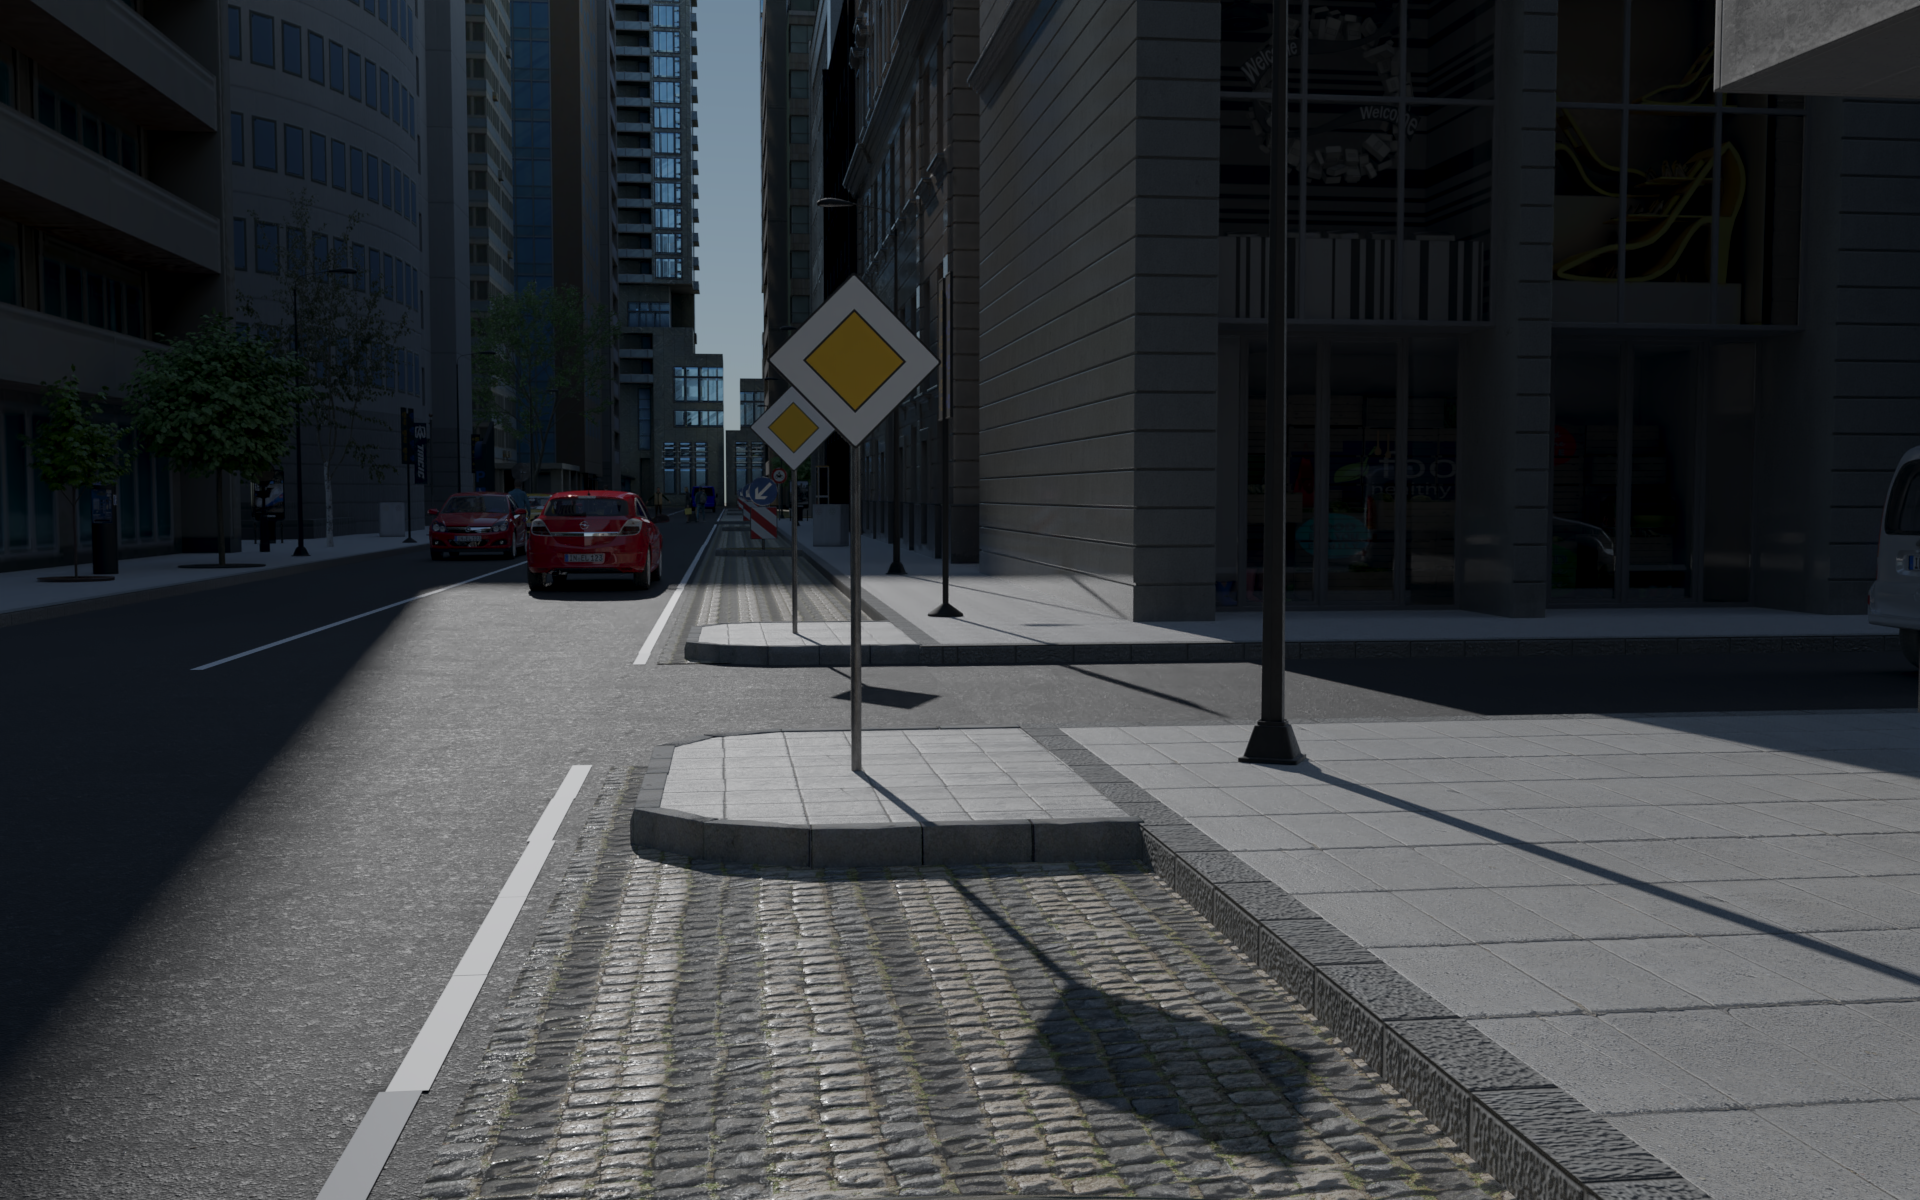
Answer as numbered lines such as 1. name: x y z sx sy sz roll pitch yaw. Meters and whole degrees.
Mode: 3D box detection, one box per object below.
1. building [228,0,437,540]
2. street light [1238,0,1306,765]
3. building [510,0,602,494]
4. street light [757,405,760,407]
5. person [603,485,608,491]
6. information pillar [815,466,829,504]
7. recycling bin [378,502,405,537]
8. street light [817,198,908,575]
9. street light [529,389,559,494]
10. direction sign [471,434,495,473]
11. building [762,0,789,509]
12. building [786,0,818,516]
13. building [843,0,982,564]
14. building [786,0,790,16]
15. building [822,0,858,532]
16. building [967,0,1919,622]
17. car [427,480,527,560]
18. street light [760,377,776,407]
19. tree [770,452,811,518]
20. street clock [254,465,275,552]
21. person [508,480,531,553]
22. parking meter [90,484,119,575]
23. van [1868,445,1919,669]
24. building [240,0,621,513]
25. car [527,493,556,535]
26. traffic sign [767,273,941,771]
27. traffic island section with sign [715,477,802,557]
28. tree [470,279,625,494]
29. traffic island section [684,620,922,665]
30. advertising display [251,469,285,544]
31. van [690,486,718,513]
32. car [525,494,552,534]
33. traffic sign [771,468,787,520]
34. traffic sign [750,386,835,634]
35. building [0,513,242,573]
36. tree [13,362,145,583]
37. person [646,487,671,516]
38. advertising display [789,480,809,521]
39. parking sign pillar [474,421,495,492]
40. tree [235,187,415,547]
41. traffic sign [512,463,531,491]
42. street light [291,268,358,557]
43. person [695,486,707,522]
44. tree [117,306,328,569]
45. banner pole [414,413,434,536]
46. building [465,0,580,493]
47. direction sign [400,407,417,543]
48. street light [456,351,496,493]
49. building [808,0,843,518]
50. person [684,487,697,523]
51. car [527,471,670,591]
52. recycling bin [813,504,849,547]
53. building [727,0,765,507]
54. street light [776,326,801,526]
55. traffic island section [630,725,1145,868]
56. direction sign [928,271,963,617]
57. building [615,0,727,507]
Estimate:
1. building: -29.456 -31.522 57.378 21.231 58.520 28.212 0 4 -7
2. street light: 0.970 -2.176 8.113 1.470 5.913 1.316 0 4 -7
3. building: -35.157 -29.503 132.492 14.600 45.320 14.200 0 4 -7
4. street light: -9.823 -7.189 90.087 1.470 5.913 1.316 0 4 -7
5. person: -15.157 -4.057 74.739 0.836 1.842 0.656 -1 4 -10
6. information pillar: -3.602 -2.498 45.335 0.304 2.012 0.304 -1 4 -17
7. recycling bin: -17.101 -2.420 52.114 0.722 1.027 0.722 -1 4 -21
8. street light: -1.550 -3.357 27.436 1.470 5.913 1.316 0 4 -7
9. street light: -18.452 -6.372 76.731 1.470 5.913 1.316 0 4 -7
10. direction sign: -18.022 -4.494 65.480 0.876 3.537 0.379 0 4 1
11. building: -6.756 -32.510 155.237 21.300 48.544 21.600 0 4 -7
12. building: -3.557 -20.442 105.933 14.160 30.474 14.107 0 4 -7
13. building: 3.846 -15.073 43.700 12.463 27.353 25.104 0 4 -7
14. building: -1.451 -31.151 128.933 23.786 49.044 30.456 0 4 -7
15. building: 1.505 -14.339 64.120 12.332 23.373 15.834 0 4 -7
16. building: 15.633 -15.058 23.686 29.804 29.767 11.434 0 4 -7
17. car: -10.853 -1.842 39.160 2.155 1.783 4.494 -1 4 -9
18. street light: -7.090 -5.906 69.103 1.470 5.913 1.316 0 4 -7
19. tree: -8.826 -6.756 94.181 4.285 4.588 4.351 0 3 0
20. street clock: -15.393 -2.063 38.293 0.471 2.002 0.358 -2 4 -34
21. person: -10.720 -2.027 41.981 0.601 1.785 0.444 0 4 -6
22. parking meter: -13.687 -1.180 27.706 0.372 1.533 0.369 0 3 0
23. van: 9.316 -0.388 13.362 4.112 2.044 2.013 0 4 -7
24. building: -44.245 -37.196 150.148 28.212 58.520 21.231 0 4 -7
25. car: -14.572 -3.246 62.120 2.155 1.783 4.494 0 4 -7
26. traffic sign: -0.484 -0.265 7.972 0.795 2.450 0.064 0 4 -7
27. traffic island section with sign: -4.702 -1.941 40.360 1.989 1.847 2.006 0 4 -7
28. tree: -20.229 -9.605 82.803 9.928 11.665 9.643 0 3 0
29. traffic island section: -1.501 0.386 15.970 2.009 0.180 2.903 0 4 -7
30. advertising display: -17.874 -2.418 44.747 0.123 1.923 0.974 2 4 27
31. van: -20.144 -8.055 136.085 2.240 2.365 5.245 0 4 -8
32. car: -13.952 -2.836 56.585 2.015 1.641 3.980 0 4 -7
33. traffic sign: -8.790 -5.147 84.265 0.768 2.556 0.104 0 4 -5
34. traffic sign: -1.523 -0.749 15.890 0.795 2.450 0.064 0 4 -7
35. building: -25.111 -24.552 25.125 21.300 48.544 21.600 0 4 -7
36. tree: -13.005 -1.883 25.397 1.663 3.219 1.824 0 3 0
37. person: -16.786 -5.370 96.401 1.348 1.812 0.705 -1 4 -11
38. advertising display: -7.624 -4.691 81.915 0.974 1.923 0.123 -2 4 -24
39. parking sign pillar: -17.419 -4.589 63.505 1.447 3.967 1.447 0 4 -1
40. tree: -15.233 -5.584 41.668 4.360 8.622 3.978 0 3 0
41. traffic sign: -17.759 -4.282 70.112 0.768 2.556 0.104 0 4 -4
42. street light: -13.061 -3.858 35.625 1.470 5.913 1.316 0 4 -7
43. person: -13.305 -4.902 88.627 0.794 1.824 0.713 1 4 17
44. tree: -12.930 -2.857 30.427 4.285 4.588 4.351 0 3 0
45. banner pole: -16.508 -3.882 53.485 0.401 3.779 0.863 3 4 38
46. building: -38.814 -24.879 98.651 32.217 40.220 23.993 0 4 -7
47. direction sign: -14.508 -3.276 45.554 0.379 3.537 0.876 0 4 3
48. street light: -15.713 -5.115 56.179 1.470 5.913 1.316 0 4 -7
49. building: -0.628 -16.133 81.800 12.078 24.808 19.932 0 4 -7
50. person: -13.512 -4.771 86.719 0.699 1.804 1.509 1 4 15
51. car: -5.689 -1.115 27.277 2.155 1.783 4.494 0 4 -6
52. recycling bin: -3.171 -1.835 42.553 0.722 1.027 0.722 1 4 15
53. building: -9.630 -53.337 184.727 31.000 86.520 22.319 0 4 -7
54. street light: -4.277 -4.621 48.094 1.470 5.913 1.316 0 4 -7
55. traffic island section: -0.461 0.870 8.052 2.009 0.180 2.903 0 4 -7
56. direction sign: -0.152 -1.597 18.105 0.379 3.537 0.876 -1 4 -9
57. building: -40.643 -53.124 181.244 31.000 86.520 22.319 0 4 -7
